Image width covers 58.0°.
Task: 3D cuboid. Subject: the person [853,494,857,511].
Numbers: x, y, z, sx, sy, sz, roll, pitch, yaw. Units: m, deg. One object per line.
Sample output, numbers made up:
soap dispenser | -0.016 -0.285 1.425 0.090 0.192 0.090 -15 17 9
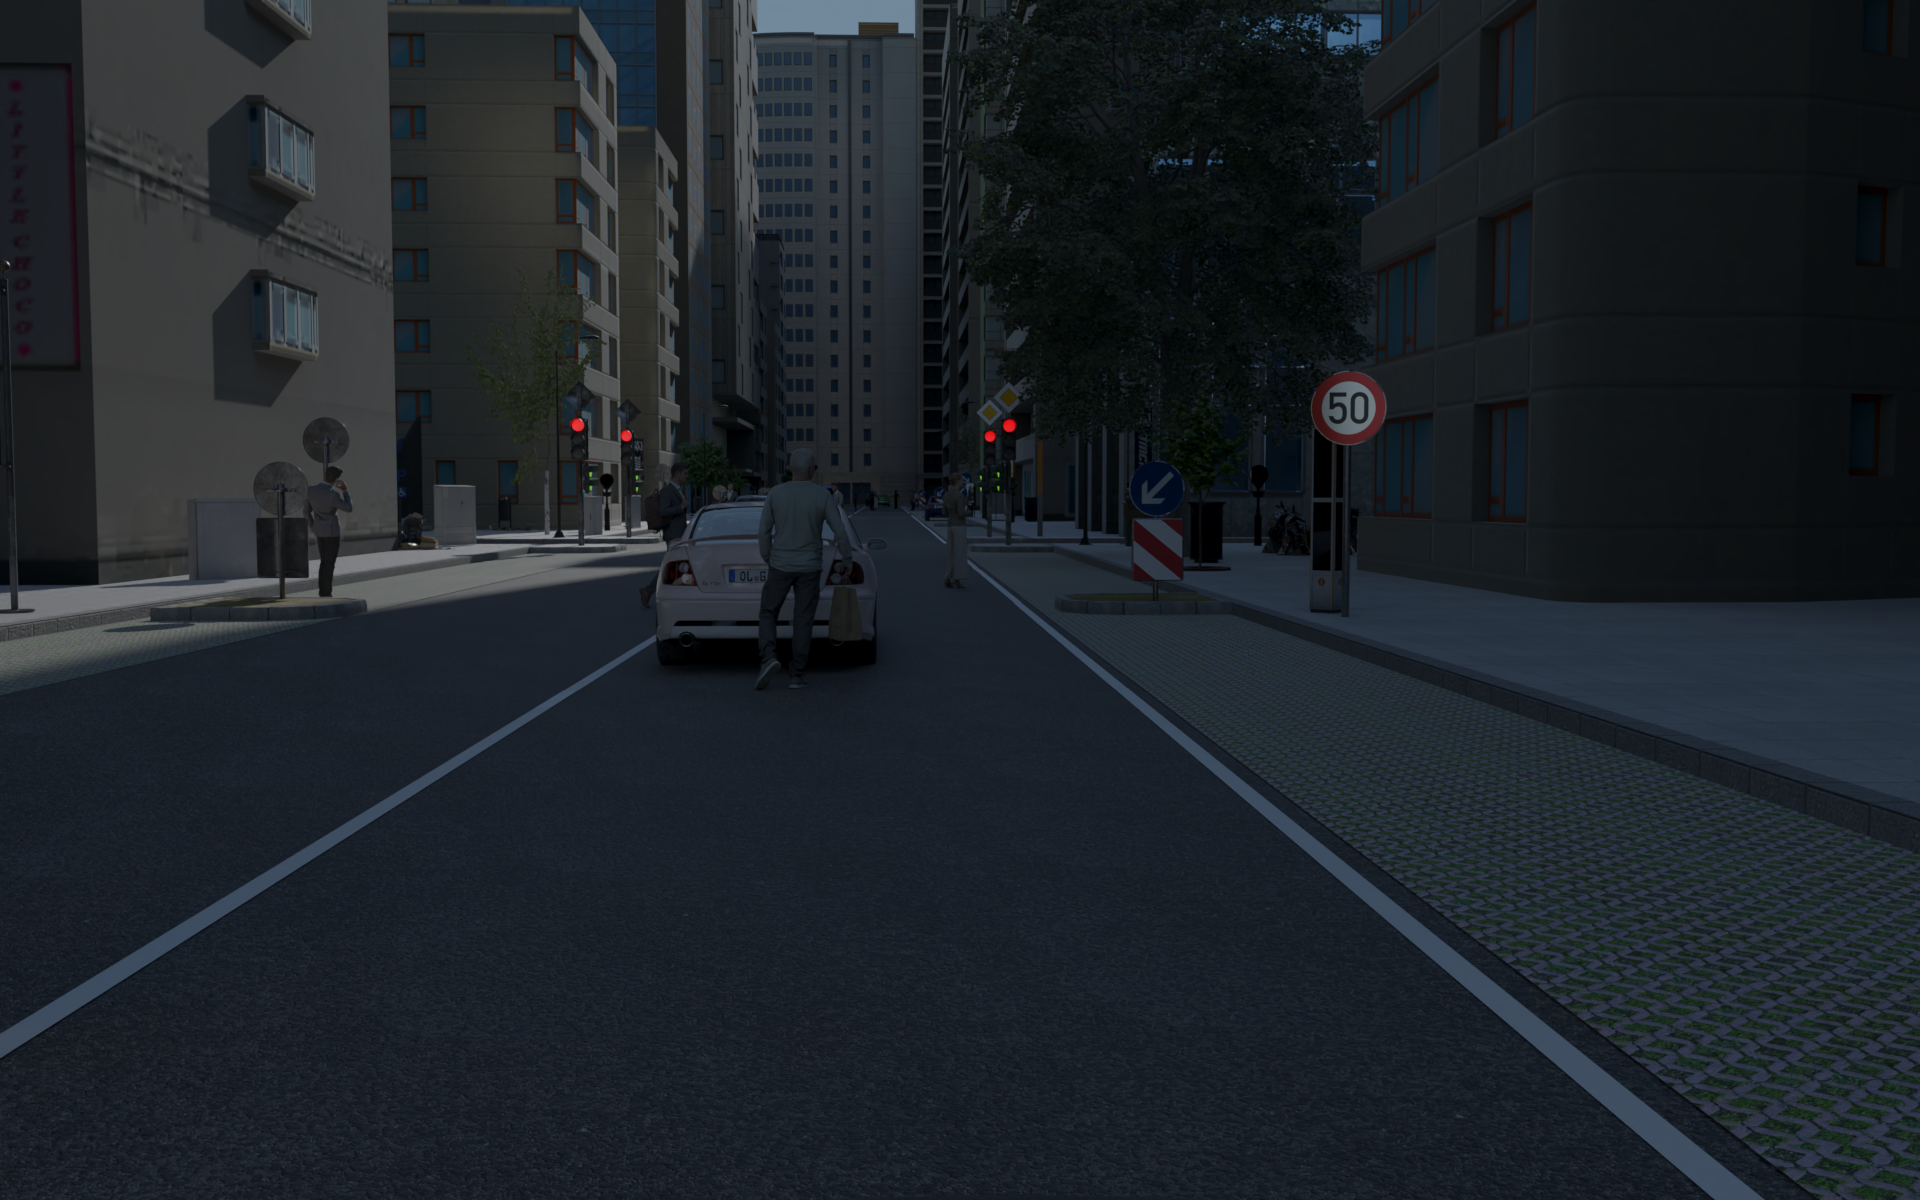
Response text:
person | -8.685 -8.065 143.616 0.557 1.426 1.065 1 4 9

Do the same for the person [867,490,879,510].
person | -7.615 -8.722 151.233 1.348 1.807 0.705 -3 5 -45

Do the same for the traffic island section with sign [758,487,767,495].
traffic island section with sign | -11.716 -5.819 103.771 1.989 1.847 2.006 0 4 -2

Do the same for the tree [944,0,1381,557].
tree | 4.359 -7.861 35.190 9.857 13.997 8.962 0 3 0

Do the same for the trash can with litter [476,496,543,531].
trash can with litter | -15.715 -3.038 60.734 2.233 1.210 1.678 2 4 24

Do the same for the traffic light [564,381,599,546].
traffic light | -9.402 -3.306 42.973 0.839 4.253 0.868 0 4 -2

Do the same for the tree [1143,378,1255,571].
tree | 4.170 -2.108 29.062 1.663 3.219 1.824 0 3 0

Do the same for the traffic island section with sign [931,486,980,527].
traffic island section with sign | -0.141 -4.127 76.111 1.989 1.847 2.006 0 4 -2

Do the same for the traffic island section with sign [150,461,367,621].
traffic island section with sign | -8.148 -0.721 20.417 1.989 1.847 2.006 0 4 -2

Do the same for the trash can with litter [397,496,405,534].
trash can with litter | -18.283 -2.747 55.978 1.678 1.210 2.233 -1 4 -20

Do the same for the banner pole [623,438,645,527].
banner pole | -12.850 -4.784 68.238 0.863 3.779 0.401 -1 4 -10

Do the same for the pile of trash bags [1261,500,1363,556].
pile of trash bags | 7.538 -1.627 36.349 1.912 1.369 3.447 0 4 -1

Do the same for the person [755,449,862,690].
person | -1.114 -0.231 12.766 0.782 1.767 0.515 0 4 -2

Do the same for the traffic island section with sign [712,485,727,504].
traffic island section with sign | -10.546 -4.140 76.324 1.989 1.847 2.006 0 4 -2

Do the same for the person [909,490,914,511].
person | -4.210 -8.452 147.219 0.750 1.759 0.617 2 4 32

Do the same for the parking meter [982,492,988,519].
parking meter | 1.323 -4.983 89.875 0.372 1.533 0.369 0 3 0

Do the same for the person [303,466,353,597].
person | -8.305 -0.862 22.781 0.592 1.802 0.473 3 4 38

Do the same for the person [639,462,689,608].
person | -3.628 -0.821 21.884 0.822 1.834 0.622 0 4 -4

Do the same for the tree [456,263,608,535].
tree | -13.298 -6.372 54.543 4.737 8.622 4.395 0 3 0

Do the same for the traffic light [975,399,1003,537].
traffic light | 0.857 -3.823 51.419 0.839 4.253 0.868 0 4 -2

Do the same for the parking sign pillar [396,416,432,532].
parking sign pillar | -18.940 -4.346 59.529 1.447 3.967 1.447 0 4 5

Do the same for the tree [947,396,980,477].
tree | 0.765 -10.986 129.979 4.360 8.622 3.978 0 3 0

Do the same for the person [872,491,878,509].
person | -8.130 -9.590 165.962 0.621 1.740 0.551 2 4 33

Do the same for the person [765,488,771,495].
person | -10.896 -5.691 101.772 1.509 1.804 0.699 2 4 31

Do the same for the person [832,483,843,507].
person | -3.930 -2.864 55.606 0.850 1.792 0.678 -2 4 -31

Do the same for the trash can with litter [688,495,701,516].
trash can with litter | -15.595 -5.469 100.483 2.233 1.210 1.678 0 4 -1

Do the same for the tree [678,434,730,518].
tree | -13.980 -6.737 93.861 4.285 4.588 4.351 0 3 0

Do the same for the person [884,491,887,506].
person | -8.805 -11.801 201.998 0.434 1.755 0.990 2 4 25

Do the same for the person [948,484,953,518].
person | -0.220 -3.574 67.155 0.699 1.804 1.509 1 4 16

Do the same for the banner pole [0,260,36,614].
banner pole | -10.246 -1.738 18.427 0.401 3.779 0.863 0 4 0

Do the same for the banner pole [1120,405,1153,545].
banner pole | 4.505 -3.308 44.098 0.863 3.779 0.401 0 4 -1

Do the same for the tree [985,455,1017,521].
tree | 1.631 -5.420 83.224 1.663 3.219 1.824 0 3 0

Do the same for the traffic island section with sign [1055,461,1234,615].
traffic island section with sign | 2.202 -0.778 21.350 1.989 1.847 2.006 0 4 -2

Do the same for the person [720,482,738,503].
person | -7.657 -3.001 57.536 0.622 1.834 0.822 -1 4 -12

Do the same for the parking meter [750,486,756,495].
parking meter | -14.595 -7.113 122.004 0.399 1.863 0.255 2 4 26

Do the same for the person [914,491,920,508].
person | -4.102 -9.442 163.818 0.756 1.711 0.436 3 4 38

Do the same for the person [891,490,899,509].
person | -6.229 -9.726 167.478 0.705 1.831 1.348 2 4 35

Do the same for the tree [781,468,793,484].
tree | -17.596 -12.307 184.930 4.285 4.588 4.351 0 3 0

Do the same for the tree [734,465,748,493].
tree | -14.915 -7.297 113.899 1.663 3.219 1.824 0 3 0

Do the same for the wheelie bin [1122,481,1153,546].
wheelie bin | 4.408 -2.112 42.437 0.980 1.594 0.693 2 4 26

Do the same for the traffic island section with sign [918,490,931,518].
traffic island section with sign | -1.307 -5.775 103.041 1.989 1.847 2.006 0 4 -2

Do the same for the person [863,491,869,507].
person | -10.637 -11.610 198.305 0.705 1.826 1.348 -3 5 -45

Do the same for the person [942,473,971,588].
person | -0.021 -1.061 26.397 0.362 1.759 0.519 -2 4 -34

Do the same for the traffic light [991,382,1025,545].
traffic light | 1.199 -3.335 43.441 0.839 4.253 0.868 0 4 -2

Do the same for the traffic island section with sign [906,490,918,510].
traffic island section with sign | -4.613 -10.503 180.356 1.989 1.847 2.006 0 4 -2

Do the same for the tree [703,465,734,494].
tree | -14.649 -6.681 103.827 1.663 3.219 1.824 0 3 0

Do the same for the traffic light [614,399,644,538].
traffic light | -9.743 -3.794 50.951 0.839 4.253 0.868 0 4 -2

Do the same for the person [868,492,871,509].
person | -8.958 -9.882 171.546 0.415 1.643 0.593 -3 5 -40
